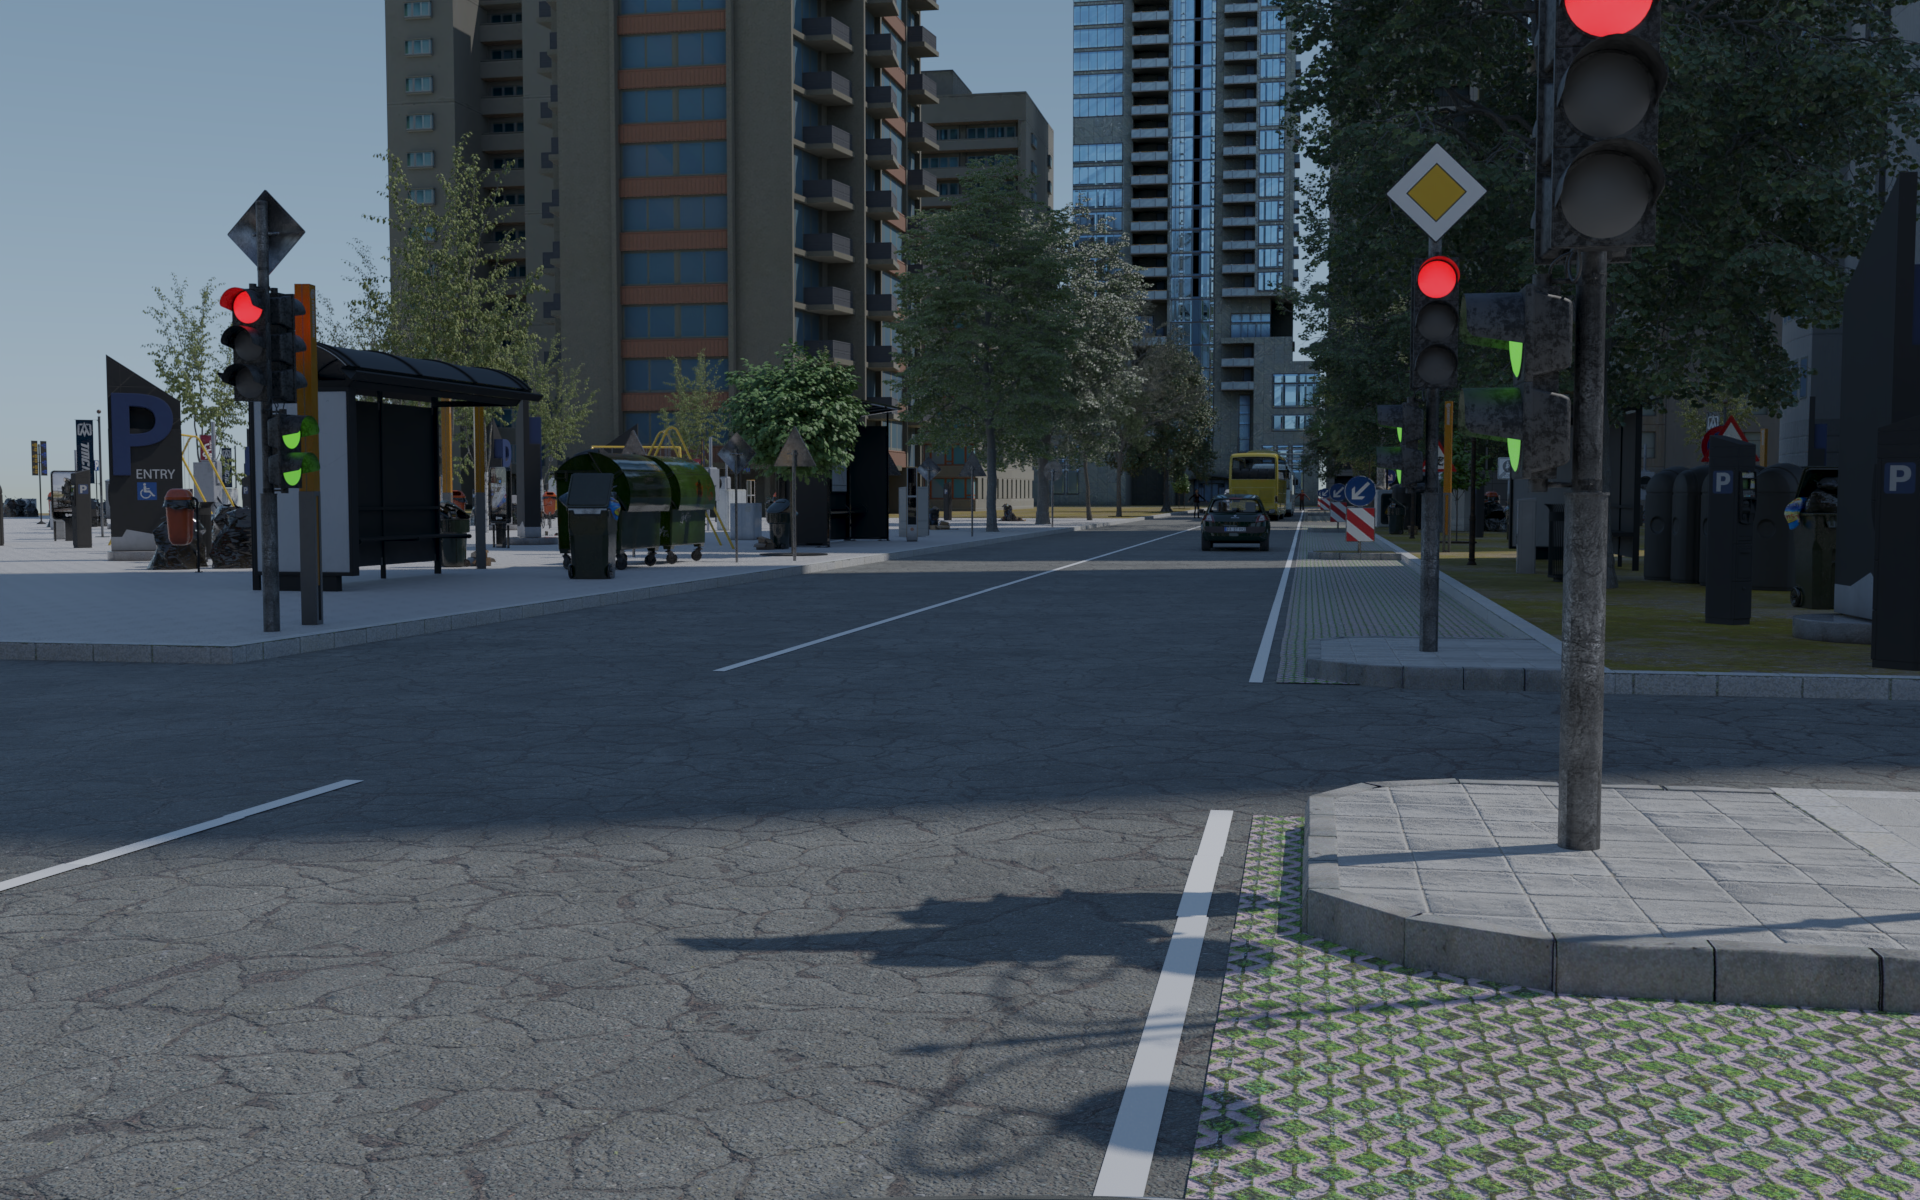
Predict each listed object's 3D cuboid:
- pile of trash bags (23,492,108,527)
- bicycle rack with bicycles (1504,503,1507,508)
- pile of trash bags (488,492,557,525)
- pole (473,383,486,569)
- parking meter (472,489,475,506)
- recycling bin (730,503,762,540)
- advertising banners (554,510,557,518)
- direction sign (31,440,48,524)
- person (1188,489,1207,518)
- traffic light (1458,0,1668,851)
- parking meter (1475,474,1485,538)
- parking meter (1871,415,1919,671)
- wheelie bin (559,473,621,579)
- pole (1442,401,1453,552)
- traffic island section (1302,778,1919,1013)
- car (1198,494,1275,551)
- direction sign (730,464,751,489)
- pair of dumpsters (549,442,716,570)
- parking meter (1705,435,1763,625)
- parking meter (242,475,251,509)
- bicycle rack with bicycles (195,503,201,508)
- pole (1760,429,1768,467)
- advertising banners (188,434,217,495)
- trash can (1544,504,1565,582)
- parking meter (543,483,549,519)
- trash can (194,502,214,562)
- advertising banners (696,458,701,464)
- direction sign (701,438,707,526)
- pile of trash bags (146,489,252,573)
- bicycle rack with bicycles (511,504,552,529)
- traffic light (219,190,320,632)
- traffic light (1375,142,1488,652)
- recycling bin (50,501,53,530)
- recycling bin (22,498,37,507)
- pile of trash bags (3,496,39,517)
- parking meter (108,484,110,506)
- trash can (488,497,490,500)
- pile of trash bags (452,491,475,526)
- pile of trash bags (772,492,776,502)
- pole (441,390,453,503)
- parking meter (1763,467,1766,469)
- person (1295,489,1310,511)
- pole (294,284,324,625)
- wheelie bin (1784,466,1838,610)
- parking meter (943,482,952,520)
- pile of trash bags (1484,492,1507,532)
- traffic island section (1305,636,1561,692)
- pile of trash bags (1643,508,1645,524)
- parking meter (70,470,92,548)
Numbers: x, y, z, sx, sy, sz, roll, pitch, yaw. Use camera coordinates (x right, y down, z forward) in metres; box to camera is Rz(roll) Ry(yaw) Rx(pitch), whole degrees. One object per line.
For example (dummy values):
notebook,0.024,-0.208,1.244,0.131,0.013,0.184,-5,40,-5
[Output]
pile of trash bags,-34.400,-3.501,66.989,1.912,1.369,3.447,0,4,-7
bicycle rack with bicycles,26.545,-4.256,82.970,2.925,0.926,2.852,2,4,26
pile of trash bags,-18.147,-3.719,70.564,3.447,1.369,1.912,-2,4,-26
pole,-8.214,-2.187,29.604,0.158,3.312,0.155,0,3,0
parking meter,-26.420,-5.270,94.580,0.372,1.533,0.369,0,3,0
recycling bin,-5.991,-2.198,48.497,0.722,1.027,0.722,1,4,11
advertising banners,-22.710,-6.002,94.320,2.074,3.025,0.090,-1,4,-9
direction sign,-39.077,-4.989,73.569,0.379,3.537,0.876,1,4,12
person,14.001,-5.678,102.164,1.217,1.723,0.721,-1,4,-15
traffic light,2.233,-1.056,6.187,0.839,4.253,0.868,1,4,11
parking meter,15.261,-2.776,51.092,0.255,1.863,0.399,-1,4,-15
parking meter,6.931,-0.428,12.707,0.255,1.863,0.399,-2,4,-34
wheelie bin,-5.588,-1.123,26.262,0.980,1.594,0.693,0,4,4
pole,10.733,-2.708,38.112,0.158,3.312,0.155,0,3,0
traffic island section,2.270,0.978,6.293,2.009,0.180,2.903,1,4,11
car,7.163,-2.149,44.917,2.009,1.686,4.222,1,4,10
direction sign,-8.586,-4.630,67.693,0.876,3.537,0.379,-2,4,-33
pair of dumpsters,-5.837,-1.754,31.164,1.574,2.255,4.437,1,4,11
parking meter,7.595,-0.694,17.056,0.255,1.863,0.399,-2,4,-29
parking meter,-21.942,-2.920,53.459,0.399,1.863,0.255,2,4,29
bicycle rack with bicycles,-30.324,-3.339,67.974,2.925,0.926,2.852,2,4,30
pole,25.038,-3.680,54.008,0.158,3.312,0.155,0,3,0
advertising banners,-22.579,-3.313,50.351,0.090,3.025,2.074,3,5,41
trash can,8.926,-0.837,25.332,0.748,1.137,0.748,0,3,0
parking meter,-21.247,-5.100,89.100,0.255,1.863,0.399,2,4,34
trash can,-14.443,-1.285,32.664,0.748,1.137,0.748,0,3,0
advertising banners,-13.376,-5.386,84.241,0.090,3.025,2.074,3,5,42
direction sign,-10.490,-4.813,70.686,0.379,3.537,0.876,0,4,-2
pile of trash bags,-12.977,-1.218,29.667,1.912,1.369,3.447,-1,4,-11
bicycle rack with bicycles,-16.364,-3.139,64.700,2.852,0.926,2.925,-1,4,-10
traffic light,-6.407,-1.659,16.043,0.839,4.253,0.868,1,4,11
traffic light,3.805,-1.535,14.017,0.839,4.253,0.868,1,4,11
recycling bin,-32.215,-3.043,62.300,0.722,1.027,0.722,0,4,-3
recycling bin,-53.181,-5.272,98.743,0.722,1.027,0.722,1,4,18
pile of trash bags,-52.989,-5.259,95.739,1.912,1.369,3.447,3,5,43
parking meter,-18.728,-2.011,38.597,0.399,1.863,0.255,0,4,-5
trash can,-21.544,-4.139,79.327,0.748,1.137,0.748,0,3,0
pile of trash bags,-14.096,-2.053,43.324,3.447,1.369,1.912,-2,4,-24
pile of trash bags,-5.250,-3.312,63.910,3.447,1.369,1.912,1,4,9
pole,-9.680,-2.376,32.694,0.158,3.312,0.155,0,3,0
parking meter,15.733,-1.729,33.982,0.255,1.863,0.399,-3,5,-44
person,29.543,-8.634,149.628,1.348,1.831,0.705,1,4,10
pole,-6.364,-1.412,16.925,0.158,3.312,0.155,0,3,0
wheelie bin,9.785,-0.702,19.380,0.980,1.594,0.693,0,4,3
parking meter,-0.605,-4.816,84.450,0.255,1.863,0.399,-3,5,-43
pile of trash bags,18.800,-3.043,59.501,1.912,1.369,3.447,0,4,-7
traffic island section,3.842,0.499,14.123,2.009,0.180,2.903,1,4,11
pile of trash bags,29.698,-3.960,74.499,3.447,1.369,1.912,1,4,15
parking meter,-20.880,-2.167,41.134,0.255,1.863,0.399,3,5,40
